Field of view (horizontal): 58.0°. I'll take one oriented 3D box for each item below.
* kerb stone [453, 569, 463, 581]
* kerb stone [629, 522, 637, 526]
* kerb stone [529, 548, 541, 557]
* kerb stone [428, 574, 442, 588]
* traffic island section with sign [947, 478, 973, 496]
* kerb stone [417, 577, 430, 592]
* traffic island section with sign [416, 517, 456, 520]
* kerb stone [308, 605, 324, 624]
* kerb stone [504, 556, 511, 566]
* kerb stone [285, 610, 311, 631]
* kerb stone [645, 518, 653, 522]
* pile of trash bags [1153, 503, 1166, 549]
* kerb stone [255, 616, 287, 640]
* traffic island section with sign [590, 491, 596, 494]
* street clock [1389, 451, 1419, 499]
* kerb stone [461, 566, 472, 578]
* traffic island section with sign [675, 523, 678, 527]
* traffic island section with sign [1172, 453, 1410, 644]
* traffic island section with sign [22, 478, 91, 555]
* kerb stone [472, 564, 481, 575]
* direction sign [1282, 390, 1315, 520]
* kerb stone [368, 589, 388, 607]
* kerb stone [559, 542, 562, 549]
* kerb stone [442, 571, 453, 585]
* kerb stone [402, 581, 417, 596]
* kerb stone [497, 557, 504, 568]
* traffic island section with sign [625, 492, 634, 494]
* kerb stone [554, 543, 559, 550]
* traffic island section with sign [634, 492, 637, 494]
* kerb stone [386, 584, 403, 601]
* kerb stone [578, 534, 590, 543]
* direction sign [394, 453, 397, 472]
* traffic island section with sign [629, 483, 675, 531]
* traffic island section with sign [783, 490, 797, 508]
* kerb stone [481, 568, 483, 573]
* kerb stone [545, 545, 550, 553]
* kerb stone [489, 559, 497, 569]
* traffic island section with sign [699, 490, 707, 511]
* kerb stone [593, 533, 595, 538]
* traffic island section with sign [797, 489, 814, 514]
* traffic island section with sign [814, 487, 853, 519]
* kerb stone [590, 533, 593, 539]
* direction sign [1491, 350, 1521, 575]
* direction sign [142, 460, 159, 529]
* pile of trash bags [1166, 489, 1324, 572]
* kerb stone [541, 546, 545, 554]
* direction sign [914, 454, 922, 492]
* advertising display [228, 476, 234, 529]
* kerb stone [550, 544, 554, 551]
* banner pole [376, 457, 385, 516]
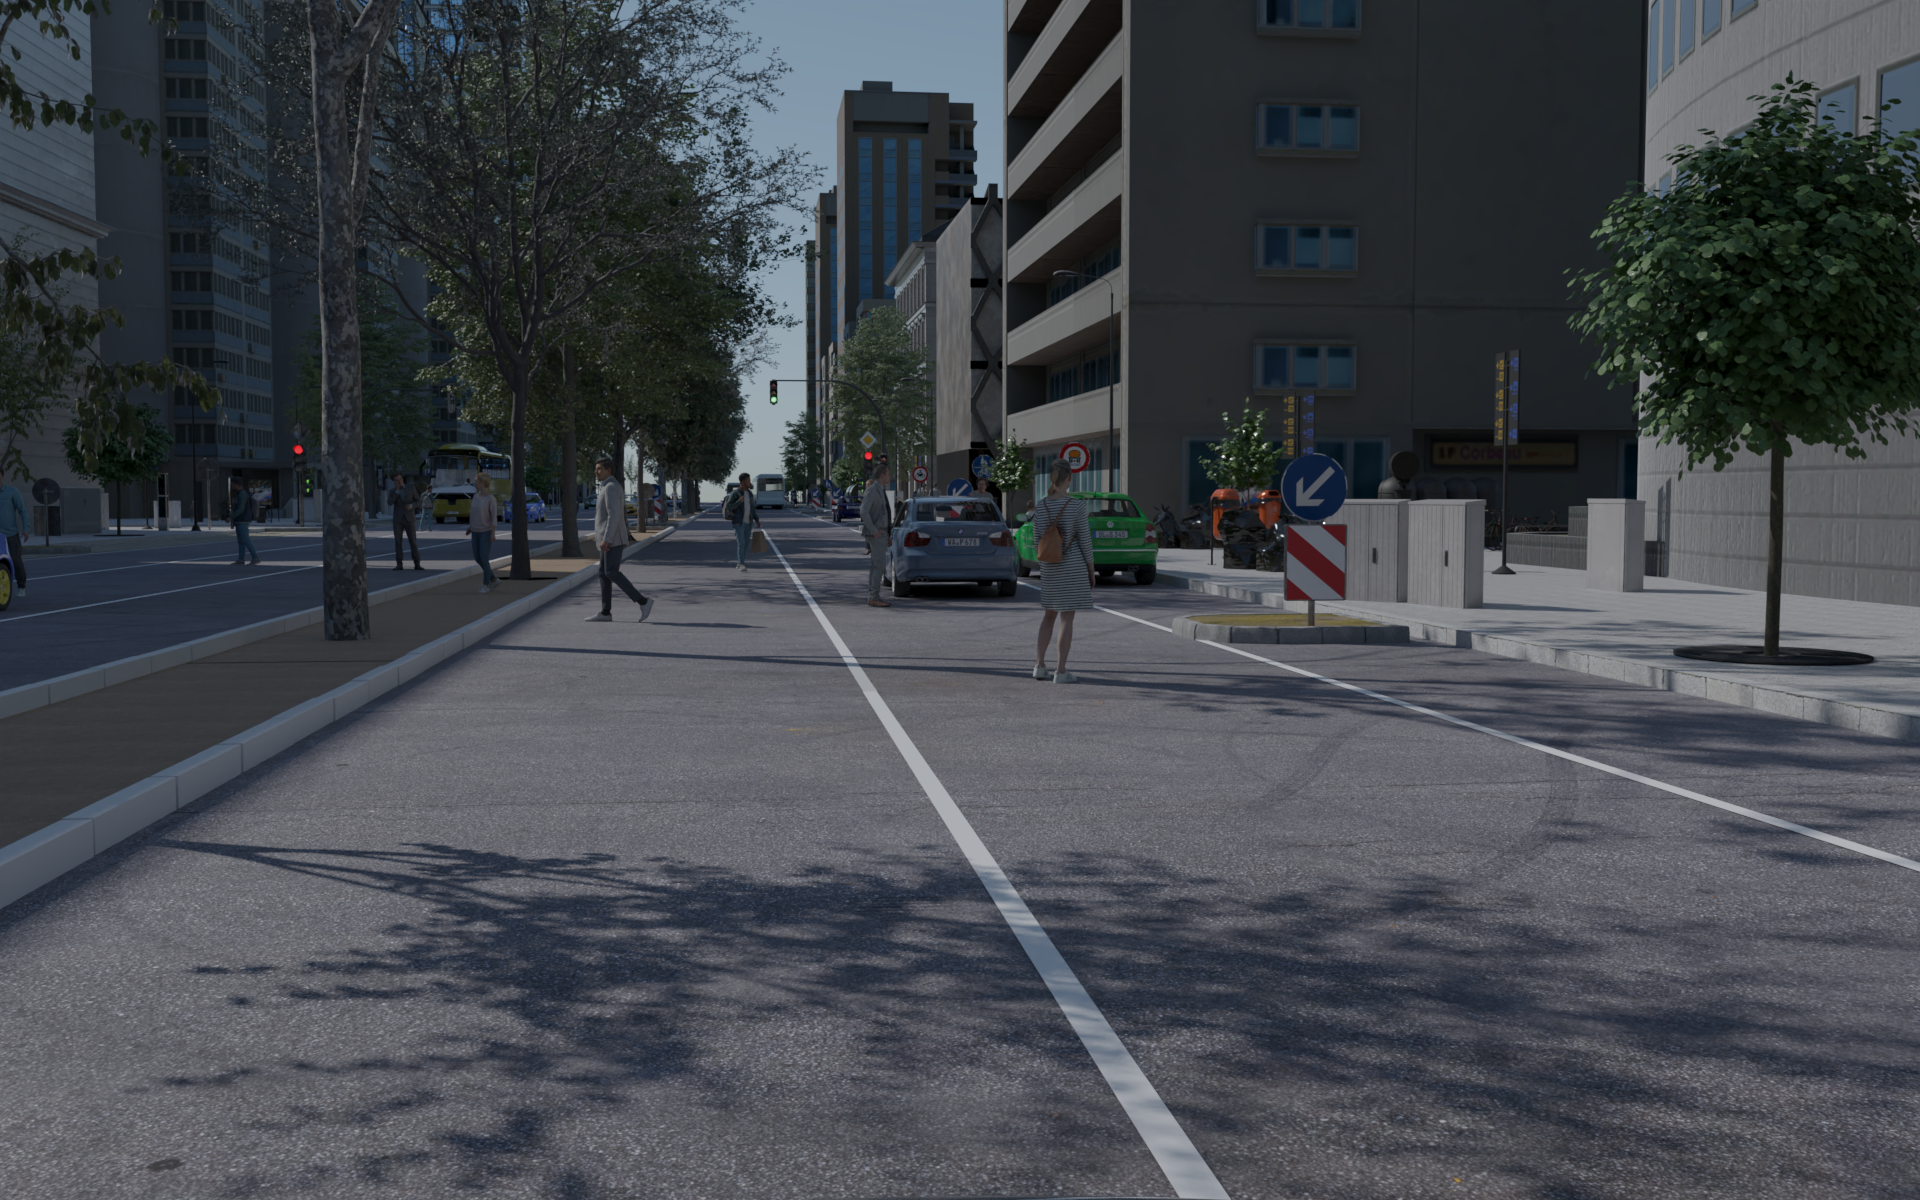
[{"bbox_3d":[-8.364,-0.385,28.492,0.120,0.150,1.000,0,4,-7],"label":"kerb stone"},{"bbox_3d":[-14.657,-3.398,77.804,0.120,0.150,1.000,0,4,-7],"label":"kerb stone"},{"bbox_3d":[-9.785,-1.069,39.668,0.120,0.150,1.000,0,4,-7],"label":"kerb stone"},{"bbox_3d":[-8.107,-0.261,26.464,0.120,0.150,1.000,0,4,-7],"label":"kerb stone"},{"bbox_3d":[-0.199,-2.182,44.306,1.989,1.847,2.006,0,4,-7],"label":"traffic island section with sign"},{"bbox_3d":[-7.976,-0.197,25.447,0.120,0.150,1.000,0,4,-7],"label":"kerb stone"},{"bbox_3d":[-29.167,-5.379,96.567,1.989,1.847,2.006,0,4,-7],"label":"traffic island section with sign"},{"bbox_3d":[-7.200,0.176,19.336,0.120,0.150,1.000,0,4,-7],"label":"kerb stone"},{"bbox_3d":[-9.146,-0.758,34.587,0.120,0.150,1.000,0,4,-7],"label":"kerb stone"},{"bbox_3d":[-7.072,0.238,18.311,0.120,0.150,1.000,0,4,-7],"label":"kerb stone"},{"bbox_3d":[-16.337,-4.209,91.008,0.120,0.150,1.000,0,4,-7],"label":"kerb stone"},{"bbox_3d":[6.231,-1.926,41.244,3.447,1.369,1.912,-2,4,-28],"label":"pile of trash bags"},{"bbox_3d":[-6.945,0.300,17.297,0.120,0.150,1.000,0,4,-7],"label":"kerb stone"},{"bbox_3d":[-42.435,-11.738,200.543,1.989,1.847,2.006,0,4,-7],"label":"traffic island section with sign"},{"bbox_3d":[7.495,-1.511,29.283,0.471,2.002,0.358,0,4,2],"label":"street clock"},{"bbox_3d":[-8.492,-0.447,29.507,0.120,0.150,1.000,0,4,-7],"label":"kerb stone"},{"bbox_3d":[-13.361,-4.142,75.850,2.006,1.907,1.989,0,4,-7],"label":"traffic island section with sign"},{"bbox_3d":[3.224,-0.542,17.493,1.989,1.847,2.006,0,4,-7],"label":"traffic island section with sign"},{"bbox_3d":[-22.160,-2.022,41.686,1.989,1.847,2.006,0,4,-7],"label":"traffic island section with sign"},{"bbox_3d":[-8.616,-0.509,30.527,0.120,0.150,1.000,0,4,-7],"label":"kerb stone"},{"bbox_3d":[7.435,-2.820,38.104,0.379,3.537,0.876,-3,5,-40],"label":"direction sign"},{"bbox_3d":[-7.591,-0.011,22.391,0.120,0.150,1.000,0,4,-7],"label":"kerb stone"},{"bbox_3d":[-10.437,-1.379,44.738,0.120,0.150,1.000,0,4,-7],"label":"kerb stone"},{"bbox_3d":[-8.230,-0.323,27.479,0.120,0.150,1.000,0,4,-7],"label":"kerb stone"},{"bbox_3d":[-7.849,-0.137,24.429,0.120,0.150,1.000,0,4,-7],"label":"kerb stone"},{"bbox_3d":[-9.013,-0.694,33.573,0.120,0.150,1.000,0,4,-7],"label":"kerb stone"},{"bbox_3d":[-49.347,-15.051,254.713,1.989,1.847,2.006,0,4,-7],"label":"traffic island section with sign"},{"bbox_3d":[-10.313,-1.317,43.723,0.120,0.150,1.000,0,4,-7],"label":"kerb stone"},{"bbox_3d":[-52.846,-16.736,282.253,1.989,1.847,2.006,0,4,-7],"label":"traffic island section with sign"},{"bbox_3d":[-7.715,-0.074,23.406,0.120,0.150,1.000,0,4,-7],"label":"kerb stone"},{"bbox_3d":[-11.478,-1.876,52.870,0.120,0.150,1.000,0,4,-7],"label":"kerb stone"},{"bbox_3d":[-31.425,-6.386,96.416,0.379,3.537,0.876,-2,4,-25],"label":"direction sign"},{"bbox_3d":[-12.433,-3.692,68.501,2.006,1.907,1.989,0,4,-7],"label":"traffic island section with sign"},{"bbox_3d":[-17.076,-10.273,176.584,1.989,1.847,2.006,0,4,-7],"label":"traffic island section with sign"},{"bbox_3d":[-8.751,-0.566,31.540,0.120,0.150,1.000,0,4,-7],"label":"kerb stone"},{"bbox_3d":[-10.047,-1.181,41.697,0.120,0.150,1.000,0,4,-7],"label":"kerb stone"},{"bbox_3d":[-8.888,-0.634,32.554,0.120,0.150,1.000,0,4,-7],"label":"kerb stone"},{"bbox_3d":[-22.882,-8.700,150.385,2.006,1.907,1.989,0,4,-7],"label":"traffic island section with sign"},{"bbox_3d":[-11.737,-2.000,54.901,0.120,0.150,1.000,0,4,-7],"label":"kerb stone"},{"bbox_3d":[-10.664,-7.200,126.346,1.989,1.847,2.006,0,4,-7],"label":"traffic island section with sign"},{"bbox_3d":[-7.221,-5.556,99.470,1.989,1.847,2.006,0,4,-7],"label":"traffic island section with sign"},{"bbox_3d":[-11.605,-1.936,53.884,0.120,0.150,1.000,0,4,-7],"label":"kerb stone"},{"bbox_3d":[8.710,-2.180,27.632,0.379,3.537,0.876,0,4,-6],"label":"direction sign"},{"bbox_3d":[-29.605,-4.343,63.004,0.876,3.537,0.379,0,4,-4],"label":"direction sign"},{"bbox_3d":[5.309,-1.246,30.126,1.912,1.369,3.447,-1,4,-22],"label":"pile of trash bags"},{"bbox_3d":[-9.920,-1.131,40.682,0.120,0.150,1.000,0,4,-7],"label":"kerb stone"},{"bbox_3d":[-2.372,-6.457,97.573,0.379,3.537,0.876,-2,4,-30],"label":"direction sign"},{"bbox_3d":[-26.713,-3.565,63.500,0.123,1.923,0.974,-2,4,-26],"label":"advertising display"},{"bbox_3d":[-10.181,-1.253,42.710,0.120,0.150,1.000,0,4,-7],"label":"kerb stone"},{"bbox_3d":[-34.622,-6.910,102.988,0.863,3.779,0.401,-1,4,-12],"label":"banner pole"}]
